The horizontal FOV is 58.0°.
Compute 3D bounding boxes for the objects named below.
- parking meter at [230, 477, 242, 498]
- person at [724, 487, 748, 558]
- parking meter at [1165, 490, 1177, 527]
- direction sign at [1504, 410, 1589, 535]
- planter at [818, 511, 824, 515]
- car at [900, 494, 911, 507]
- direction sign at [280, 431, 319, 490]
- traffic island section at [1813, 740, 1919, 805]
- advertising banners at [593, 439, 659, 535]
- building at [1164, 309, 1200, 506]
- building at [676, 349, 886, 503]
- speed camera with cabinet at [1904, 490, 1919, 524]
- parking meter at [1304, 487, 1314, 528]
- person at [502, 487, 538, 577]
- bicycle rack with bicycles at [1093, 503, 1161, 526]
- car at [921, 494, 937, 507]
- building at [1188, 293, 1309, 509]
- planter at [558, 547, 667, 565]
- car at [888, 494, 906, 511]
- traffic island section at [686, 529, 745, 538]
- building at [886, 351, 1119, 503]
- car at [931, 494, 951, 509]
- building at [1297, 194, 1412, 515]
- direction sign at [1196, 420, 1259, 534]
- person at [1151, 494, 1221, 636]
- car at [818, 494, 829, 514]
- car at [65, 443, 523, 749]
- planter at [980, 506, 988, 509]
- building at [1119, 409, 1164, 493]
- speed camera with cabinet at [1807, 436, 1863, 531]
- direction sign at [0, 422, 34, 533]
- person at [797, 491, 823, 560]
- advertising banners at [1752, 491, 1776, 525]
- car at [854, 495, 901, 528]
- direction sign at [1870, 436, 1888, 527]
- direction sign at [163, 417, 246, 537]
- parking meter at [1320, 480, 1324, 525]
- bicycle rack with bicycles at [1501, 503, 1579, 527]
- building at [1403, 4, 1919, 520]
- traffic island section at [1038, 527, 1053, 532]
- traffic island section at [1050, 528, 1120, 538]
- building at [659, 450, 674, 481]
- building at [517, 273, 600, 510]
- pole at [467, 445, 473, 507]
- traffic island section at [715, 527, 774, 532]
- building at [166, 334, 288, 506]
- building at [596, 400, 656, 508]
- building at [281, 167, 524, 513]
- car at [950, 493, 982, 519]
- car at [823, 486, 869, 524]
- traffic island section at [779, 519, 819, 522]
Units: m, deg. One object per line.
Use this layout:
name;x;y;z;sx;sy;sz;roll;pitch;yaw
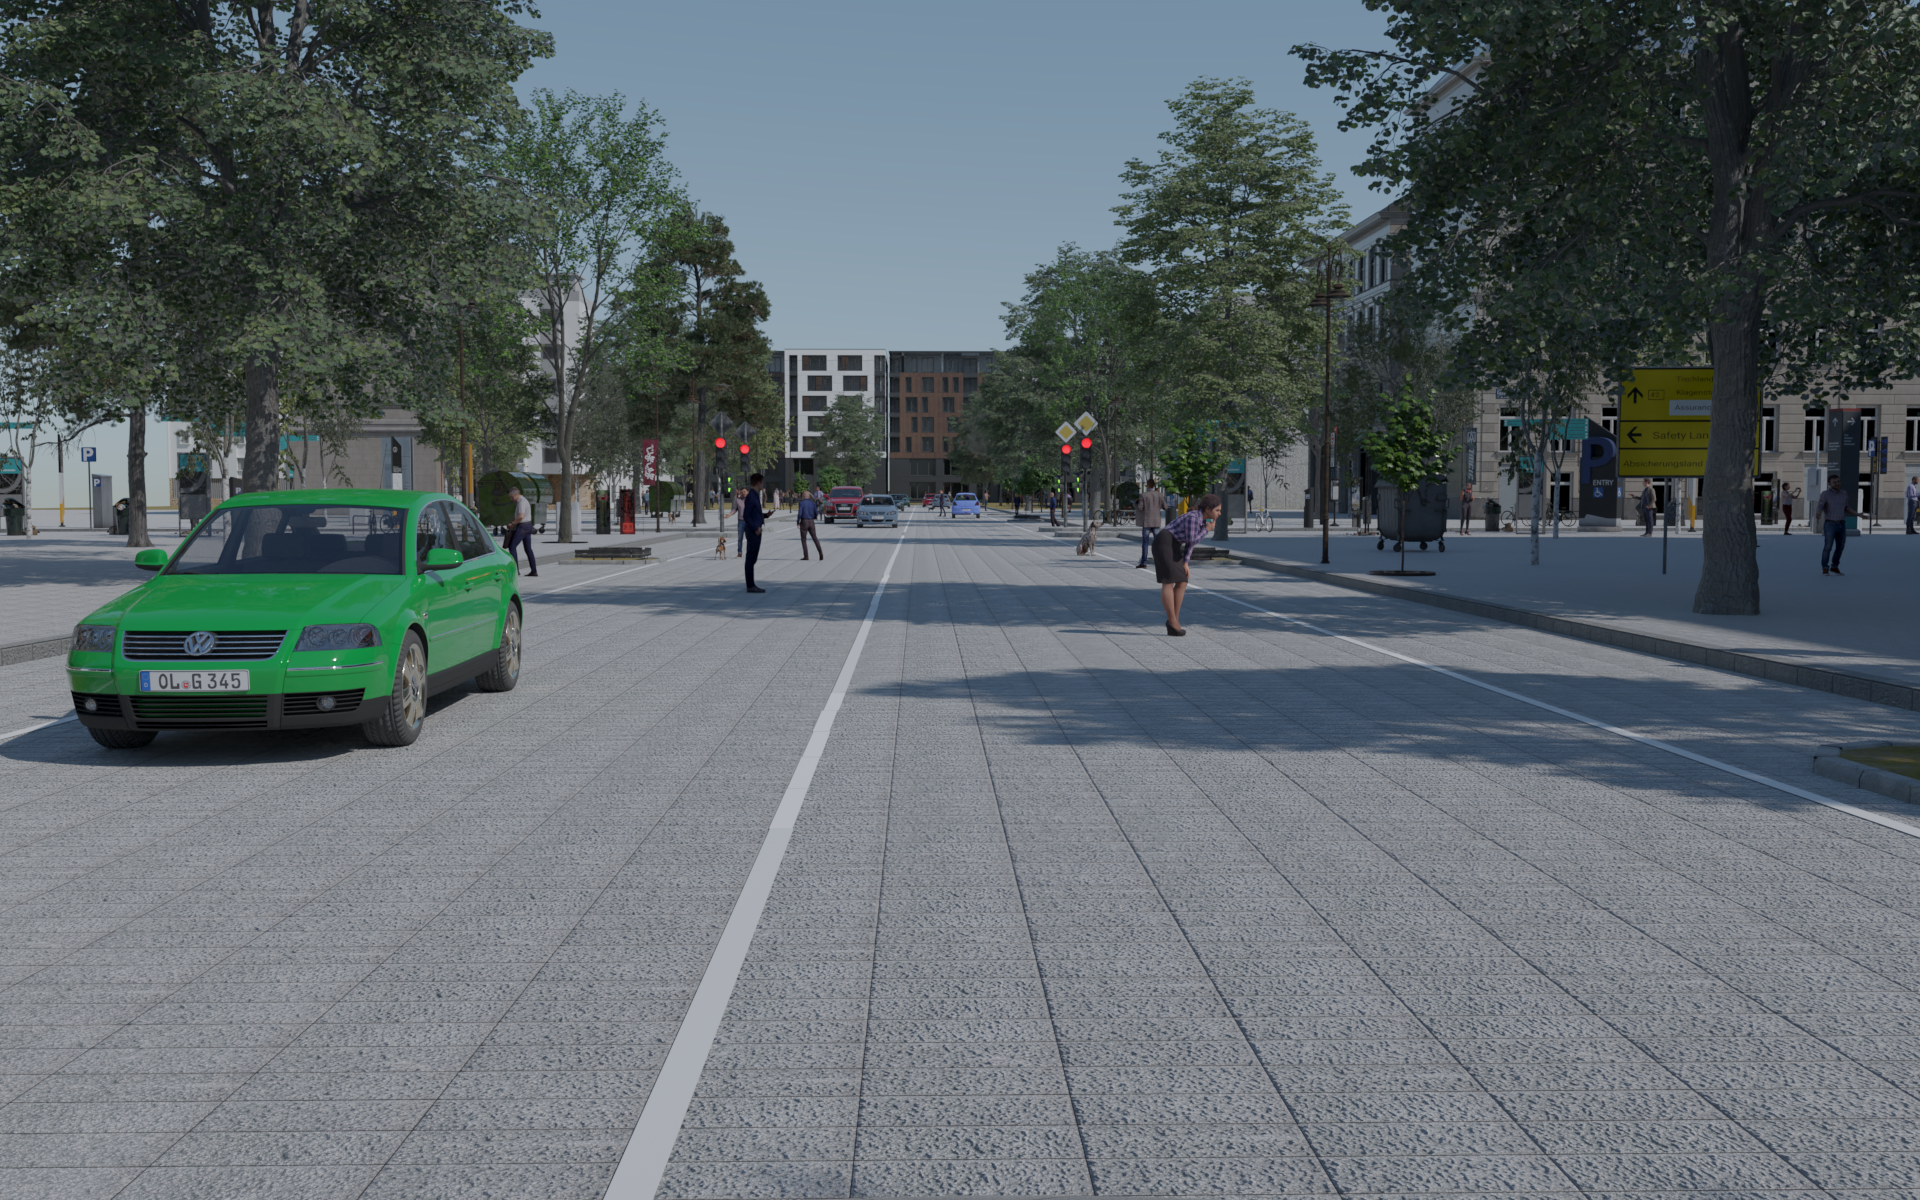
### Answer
parking meter;-24.355;-3.221;58.382;0.255;1.863;0.399;3;5;45
person;-4.801;-1.722;38.616;0.963;1.587;0.435;-1;4;-16
parking meter;7.061;-3.033;58.006;0.372;1.533;0.369;0;3;0
direction sign;18.670;-4.073;55.351;2.525;3.948;1.411;1;4;16
planter;-9.040;-5.916;117.869;1.991;0.319;1.994;0;4;-1
car;-6.352;-10.814;188.608;2.131;1.459;4.920;0;4;-2
direction sign;-26.731;-4.992;70.378;1.411;3.948;2.525;0;4;-7
traffic island section;5.375;0.878;8.510;1.991;0.108;1.994;0;4;-1
advertising banners;-10.565;-3.586;54.822;2.074;3.025;0.090;-1;4;-9
building;30.606;-19.934;182.334;16.016;20.091;11.380;0;4;-1
building;-27.095;-25.274;257.210;32.646;21.610;27.936;0;4;-1
speed camera with cabinet;40.937;-4.804;72.887;2.038;3.252;0.660;2;4;30
parking meter;13.207;-3.497;65.580;0.372;1.533;0.369;0;3;0
person;-7.593;-1.172;29.870;0.590;1.554;0.614;-1;4;-13
bicycle rack with bicycles;6.852;-3.534;71.165;2.925;0.926;2.852;-1;4;-18
car;-3.164;-10.880;186.928;2.155;1.783;4.494;0;4;-3
building;31.061;-18.012;160.949;16.747;18.905;31.486;0;4;-1
planter;-7.174;-0.914;36.084;1.991;0.319;1.994;0;4;-1
car;-5.527;-8.257;144.791;2.009;1.686;4.222;0;4;-2
traffic island section;-7.995;-2.188;58.056;2.009;0.180;2.903;0;4;-1
building;5.906;-25.313;257.834;32.646;21.610;27.936;0;4;-1
car;-1.833;-9.585;168.712;2.014;1.417;4.499;0;4;-1
building;29.042;-16.531;121.196;10.553;20.767;40.483;0;4;-1
direction sign;8.226;-4.101;55.817;2.525;3.948;1.411;3;4;36
person;2.279;-0.349;17.443;0.697;1.427;0.421;1;4;16
car;-9.430;-7.109;128.028;2.131;1.459;4.920;0;4;0
car;-4.055;-0.147;11.193;1.959;1.807;4.718;0;4;-3
planter;1.715;-8.988;168.101;1.991;0.319;1.994;0;4;-1
building;28.054;-24.209;252.241;11.380;20.091;16.016;0;4;-1
speed camera with cabinet;29.672;-3.938;58.726;0.660;3.252;2.038;-1;4;-12
direction sign;-31.811;-4.159;56.761;2.525;3.948;1.411;0;4;-6
person;-3.261;-1.609;37.506;0.574;1.496;0.600;-1;4;-9
advertising banners;32.466;-4.594;71.299;2.074;3.025;0.090;1;4;13
car;-3.551;-3.822;74.489;2.014;1.417;4.499;0;4;-2
direction sign;36.229;-4.669;68.332;0.379;3.537;0.876;-1;4;-12
direction sign;-22.713;-3.898;52.495;2.525;3.948;1.411;-1;4;-17
parking meter;15.156;-4.067;72.200;0.255;1.863;0.399;1;4;22
bicycle rack with bicycles;23.424;-3.398;68.932;2.852;0.926;2.925;-2;4;-29
building;37.225;-17.942;90.613;25.104;27.353;12.463;0;4;-1
traffic island section;4.060;-2.693;66.314;2.009;0.180;2.903;0;4;-1
traffic island section;4.243;-2.205;58.331;2.009;0.180;2.903;0;4;-1
building;-46.617;-15.400;193.941;28.070;9.664;9.099;0;4;-1
building;-39.180;-17.728;146.270;16.016;20.091;11.380;0;4;-1
pole;-20.295;-4.764;71.730;0.158;3.312;0.155;0;3;0
traffic island section;-8.178;-2.676;66.039;2.009;0.180;2.903;0;4;-1
building;-77.792;-20.355;189.223;11.380;20.091;16.016;0;4;-1
building;-36.359;-13.744;166.864;9.099;9.664;28.070;0;4;-1
building;-35.562;-15.469;103.834;10.553;20.767;40.483;0;4;-1
car;0.343;-5.696;102.717;1.945;1.707;3.694;0;4;0
car;-5.524;-4.643;84.588;2.281;1.827;5.304;0;4;-1
traffic island section;-8.412;-4.148;90.691;1.991;0.108;1.994;0;4;-1
